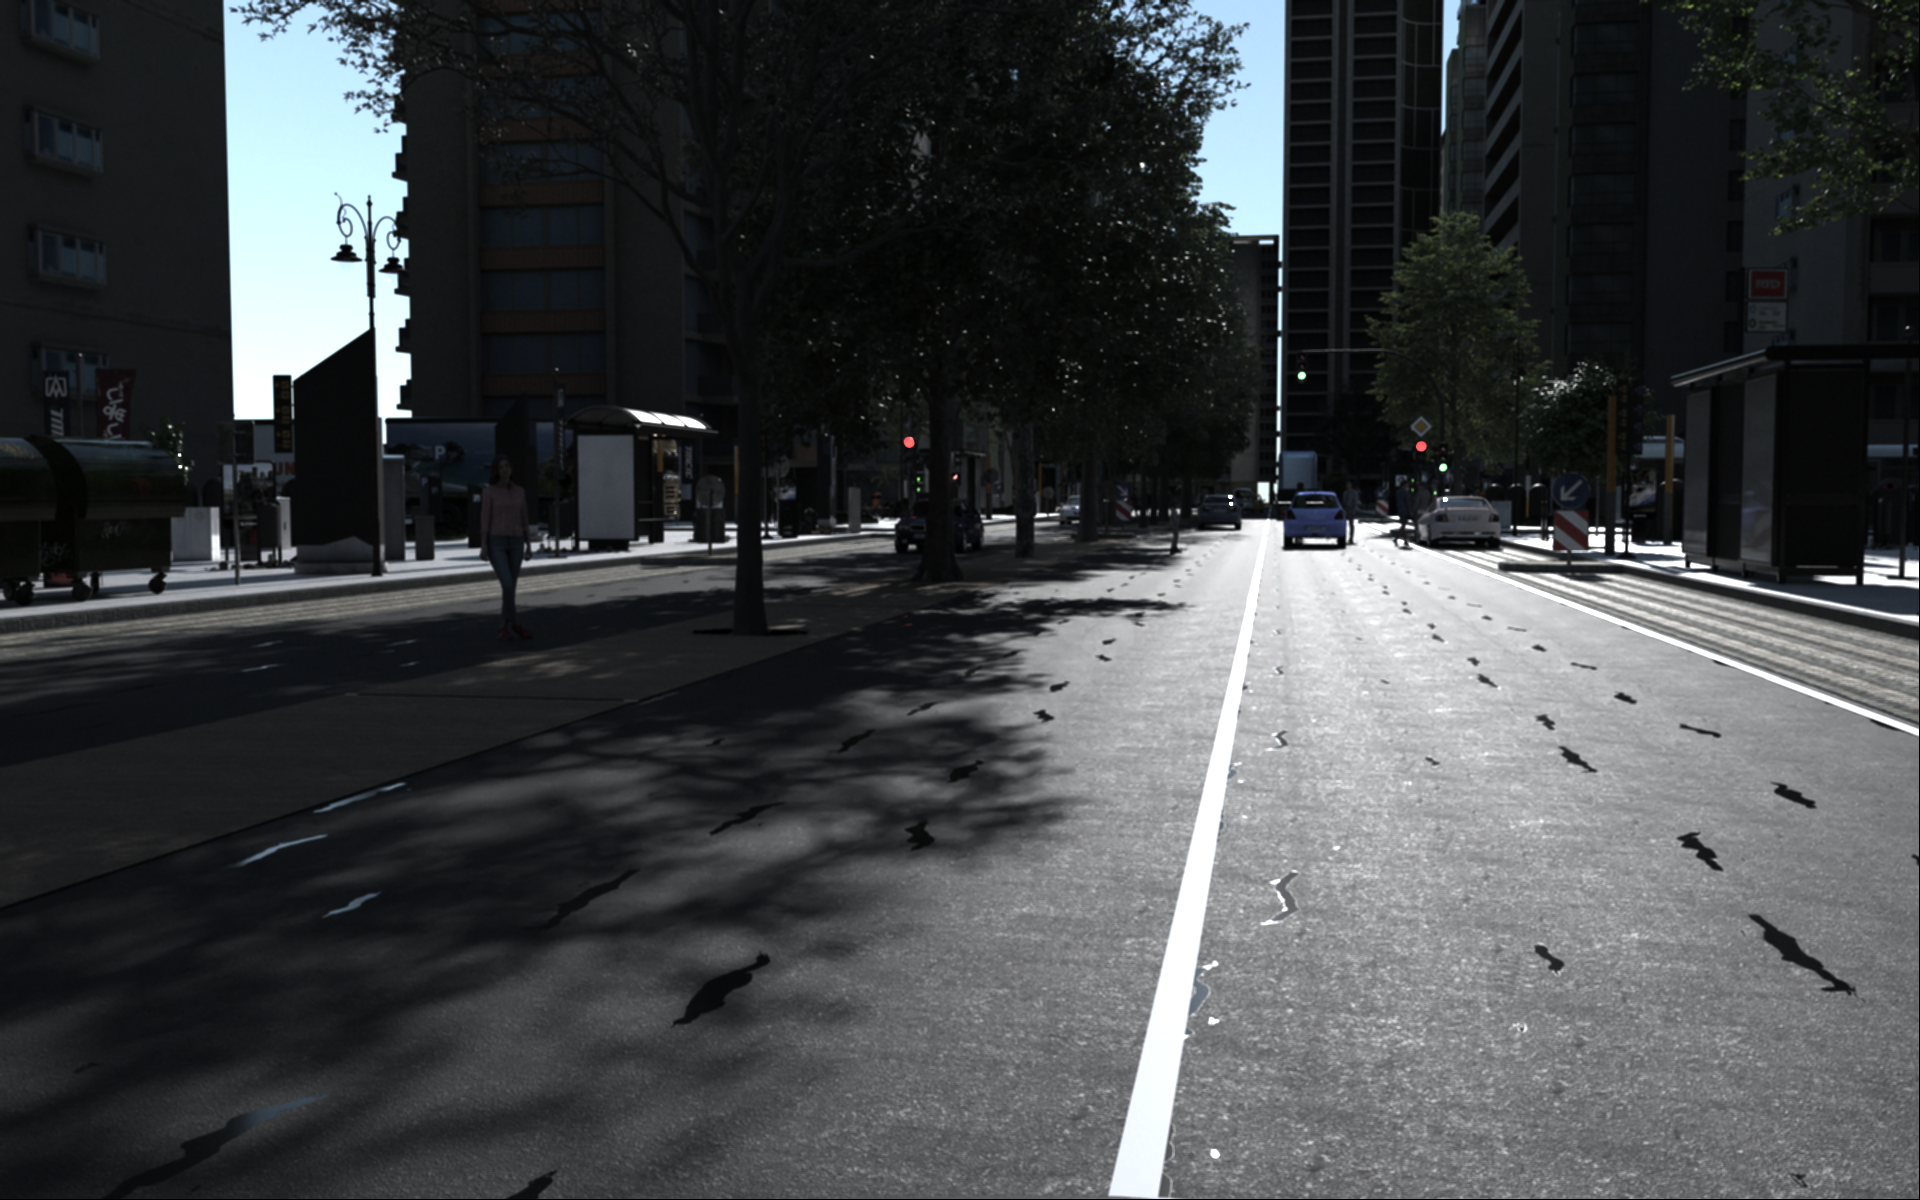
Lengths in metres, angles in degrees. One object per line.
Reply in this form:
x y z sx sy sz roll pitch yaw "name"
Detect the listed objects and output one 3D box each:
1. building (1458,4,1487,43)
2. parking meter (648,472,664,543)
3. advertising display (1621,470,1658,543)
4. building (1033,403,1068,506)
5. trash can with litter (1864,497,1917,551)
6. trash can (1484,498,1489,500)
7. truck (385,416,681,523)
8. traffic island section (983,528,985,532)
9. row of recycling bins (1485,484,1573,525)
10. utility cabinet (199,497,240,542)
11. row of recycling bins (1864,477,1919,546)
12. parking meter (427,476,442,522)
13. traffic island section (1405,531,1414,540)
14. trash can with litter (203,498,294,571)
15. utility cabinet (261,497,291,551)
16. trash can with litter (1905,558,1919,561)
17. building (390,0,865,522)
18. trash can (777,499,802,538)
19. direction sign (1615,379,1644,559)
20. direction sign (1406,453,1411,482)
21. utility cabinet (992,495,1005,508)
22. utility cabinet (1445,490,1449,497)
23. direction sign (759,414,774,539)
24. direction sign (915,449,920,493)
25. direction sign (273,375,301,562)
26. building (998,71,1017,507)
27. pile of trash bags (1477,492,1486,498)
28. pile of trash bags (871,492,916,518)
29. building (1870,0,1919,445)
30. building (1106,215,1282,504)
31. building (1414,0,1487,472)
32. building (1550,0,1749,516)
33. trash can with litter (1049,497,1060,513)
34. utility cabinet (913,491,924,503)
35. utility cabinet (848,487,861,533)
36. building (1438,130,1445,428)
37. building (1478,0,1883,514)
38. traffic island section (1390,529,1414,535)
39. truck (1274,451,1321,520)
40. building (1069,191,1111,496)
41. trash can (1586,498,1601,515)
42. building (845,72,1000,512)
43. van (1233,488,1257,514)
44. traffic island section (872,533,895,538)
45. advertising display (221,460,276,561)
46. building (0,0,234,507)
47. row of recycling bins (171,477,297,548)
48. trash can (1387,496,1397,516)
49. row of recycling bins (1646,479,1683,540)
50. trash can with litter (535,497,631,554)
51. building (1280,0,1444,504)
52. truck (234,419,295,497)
49.316 -28.396 147.865 14.154 41.232 14.086 1 4 10 "building"
-8.058 -2.454 45.828 0.399 1.863 0.255 3 4 36 "parking meter"
17.868 -2.468 45.570 0.974 1.923 0.123 -1 4 -10 "advertising display"
-1.079 -37.073 195.375 27.495 52.752 28.713 1 4 10 "building"
21.301 -1.785 40.244 1.678 1.210 2.233 3 4 37 "trash can with litter"
19.693 -3.309 65.752 0.748 1.137 0.748 0 3 0 "trash can"
-15.339 -4.575 63.722 11.283 4.237 2.839 1 4 11 "truck"
-0.214 -2.624 65.179 2.009 0.180 2.903 1 4 10 "traffic island section"
23.641 -3.970 72.023 3.534 1.692 1.069 2 4 27 "row of recycling bins"
-19.679 -2.139 46.128 1.020 1.237 0.306 0 4 2 "utility cabinet"
22.774 -2.216 43.343 3.534 1.692 1.069 2 4 26 "row of recycling bins"
-16.738 -3.026 55.187 0.399 1.863 0.255 -2 4 -26 "parking meter"
15.084 -1.958 54.301 2.009 0.180 2.903 1 4 10 "traffic island section"
-12.307 -1.155 29.934 1.678 1.210 2.233 1 4 20 "trash can with litter"
-15.579 -1.729 39.438 0.306 1.237 1.020 0 4 1 "utility cabinet"
19.280 -1.360 33.288 2.233 1.210 1.678 1 4 16 "trash can with litter"
-17.637 -26.830 93.296 22.147 44.769 28.867 1 4 10 "building"
-4.989 -2.386 50.660 0.748 1.137 0.748 0 3 0 "trash can"
13.268 -2.592 34.375 0.876 3.537 0.379 -3 4 -36 "direction sign"
24.739 -6.337 95.599 0.379 3.537 0.876 2 4 26 "direction sign"
2.922 -7.157 128.182 0.306 1.237 1.020 2 4 35 "utility cabinet"
26.622 -5.269 94.830 0.318 1.500 1.173 -1 4 -20 "utility cabinet"
-5.521 -3.514 49.455 0.379 3.537 0.876 1 4 20 "direction sign"
-2.191 -5.875 88.053 0.379 3.537 0.876 -1 4 -22 "direction sign"
-12.600 -2.506 32.969 0.876 3.537 0.379 0 4 1 "direction sign"
-5.466 -51.598 156.291 22.319 86.520 31.000 1 4 10 "building"
22.388 -3.999 75.136 1.912 1.369 3.447 0 4 5 "pile of trash bags"
-3.496 -5.112 93.326 1.912 1.369 3.447 3 5 41 "pile of trash bags"
46.222 -27.557 74.262 21.600 48.544 21.300 1 4 10 "building"
33.149 -33.814 244.733 23.993 40.220 32.217 1 4 10 "building"
61.098 -53.177 182.118 22.319 86.520 31.000 1 4 10 "building"
39.386 -19.721 94.140 14.160 30.474 14.107 1 4 10 "building"
6.314 -6.325 114.808 1.055 1.170 0.624 -2 4 -24 "trash can with litter"
-2.590 -6.540 115.606 1.173 1.500 0.318 2 4 29 "utility cabinet"
-3.451 -2.946 56.841 0.318 1.500 1.173 -1 4 -10 "utility cabinet"
78.896 -39.418 233.718 27.495 52.752 28.713 1 4 10 "building"
48.845 -30.414 120.977 21.300 48.544 21.600 1 4 10 "building"
16.506 -2.439 62.159 2.009 0.180 2.903 1 4 10 "traffic island section"
20.130 -6.920 102.895 2.967 4.110 18.799 1 4 10 "truck"
9.585 -37.833 242.276 21.600 48.544 21.300 1 4 10 "building"
25.770 -3.608 70.649 0.748 1.137 0.748 0 3 0 "trash can"
-5.092 -27.025 125.449 14.154 41.232 14.086 1 4 10 "building"
20.550 -7.255 125.636 2.013 2.044 4.112 1 4 10 "van"
-1.636 -2.143 57.321 2.009 0.180 2.903 1 4 10 "traffic island section"
-13.630 -1.713 33.218 0.974 1.923 0.123 -1 4 -14 "advertising display"
-34.565 -25.672 43.441 21.600 48.544 21.300 1 4 10 "building"
-17.533 -2.149 42.255 3.534 1.692 1.069 -1 4 -21 "row of recycling bins"
25.455 -5.528 102.039 0.748 1.137 0.748 0 3 0 "trash can"
20.150 -2.492 47.852 1.069 1.692 3.534 -2 4 -34 "row of recycling bins"
-8.328 -1.637 37.818 2.233 1.210 1.678 -1 4 -11 "trash can with litter"
53.951 -48.639 233.507 20.611 71.187 20.563 1 4 10 "building"
-29.314 -4.755 66.655 11.283 4.237 2.839 1 4 11 "truck"
